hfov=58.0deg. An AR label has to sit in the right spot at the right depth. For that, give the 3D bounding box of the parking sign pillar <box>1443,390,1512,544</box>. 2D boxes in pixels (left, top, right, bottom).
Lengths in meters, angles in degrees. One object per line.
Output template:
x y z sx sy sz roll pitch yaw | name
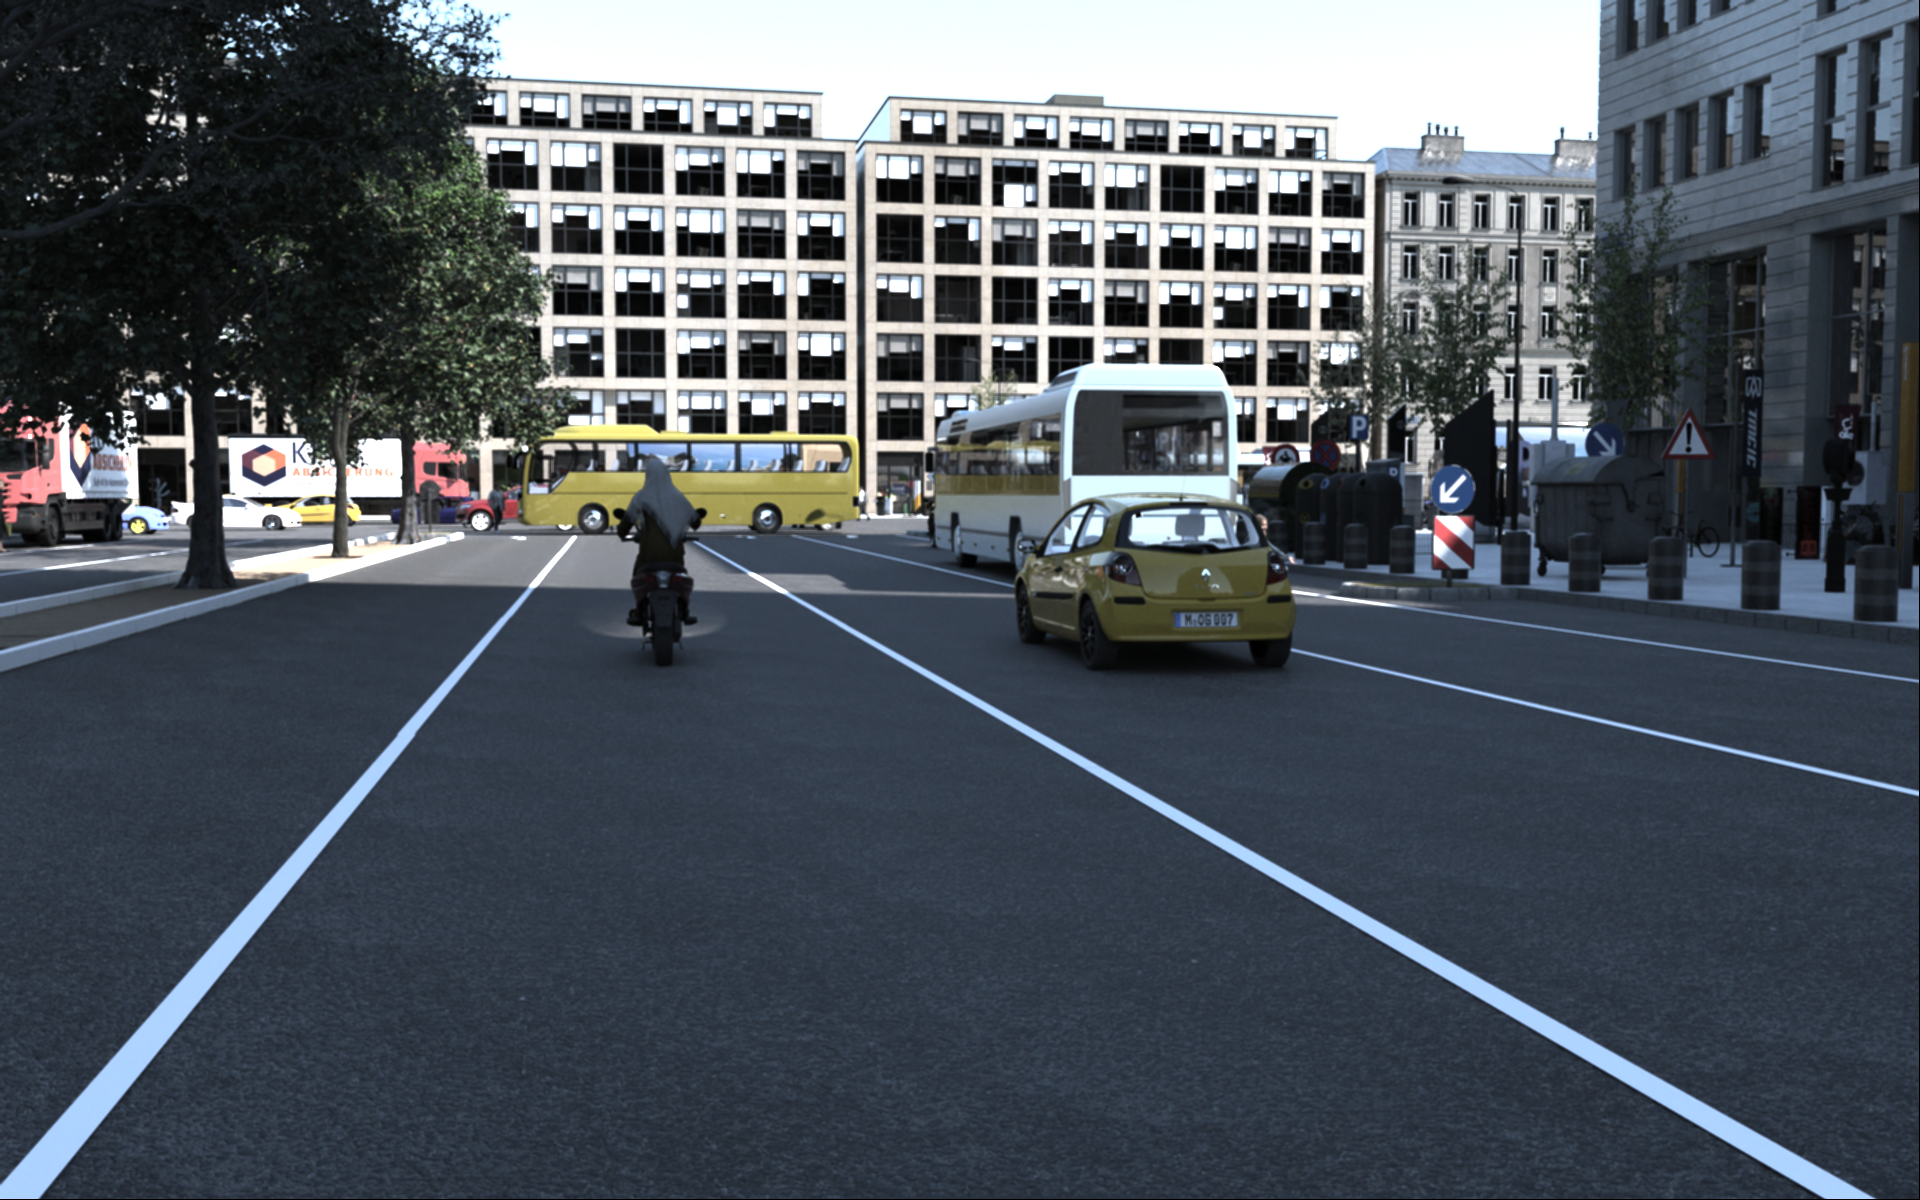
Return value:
13.335 -3.474 45.267 1.447 3.967 1.447 3 5 42 | parking sign pillar

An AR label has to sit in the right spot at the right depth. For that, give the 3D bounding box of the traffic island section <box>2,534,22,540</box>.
-30.425 -1.941 54.022 2.009 0.180 2.903 -1 4 -11 | traffic island section

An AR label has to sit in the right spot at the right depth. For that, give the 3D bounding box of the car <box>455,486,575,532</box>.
-16.798 -3.573 67.091 5.304 1.827 2.281 -1 4 -11 | car

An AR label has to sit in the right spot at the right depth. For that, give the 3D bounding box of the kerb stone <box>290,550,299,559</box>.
-14.760 -0.972 38.115 0.120 0.150 1.000 -1 4 -11 | kerb stone

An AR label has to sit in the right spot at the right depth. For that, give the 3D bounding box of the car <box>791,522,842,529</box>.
-6.097 -3.921 73.149 2.155 1.783 4.494 -1 4 -11 | car

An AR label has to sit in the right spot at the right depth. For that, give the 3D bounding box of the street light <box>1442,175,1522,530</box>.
7.704 -3.240 25.513 1.470 5.913 1.316 -1 4 -11 | street light

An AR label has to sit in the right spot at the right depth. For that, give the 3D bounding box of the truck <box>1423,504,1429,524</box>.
15.366 -5.649 82.115 18.799 4.110 2.967 -1 4 -10 | truck

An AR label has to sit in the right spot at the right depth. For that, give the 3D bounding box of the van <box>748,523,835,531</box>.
-6.661 -3.722 67.868 4.112 2.044 2.013 -1 4 -13 | van

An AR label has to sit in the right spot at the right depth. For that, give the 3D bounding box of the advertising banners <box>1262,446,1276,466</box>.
12.078 -4.116 63.490 2.074 3.025 0.090 0 4 -5 | advertising banners

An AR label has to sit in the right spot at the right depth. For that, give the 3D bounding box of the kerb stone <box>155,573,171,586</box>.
-12.532 -0.295 27.011 0.120 0.150 1.000 -1 4 -11 | kerb stone

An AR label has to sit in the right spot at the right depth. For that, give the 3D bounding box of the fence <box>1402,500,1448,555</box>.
9.163 -1.434 34.651 2.264 1.192 0.480 -2 4 -35 | fence

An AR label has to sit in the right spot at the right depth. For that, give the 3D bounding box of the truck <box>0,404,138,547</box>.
-26.332 -3.723 49.777 2.839 4.237 11.283 -1 4 -12 | truck

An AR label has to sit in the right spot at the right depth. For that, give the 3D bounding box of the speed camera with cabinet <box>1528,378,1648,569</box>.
10.874 -2.166 29.751 2.038 3.252 0.660 1 4 8 | speed camera with cabinet

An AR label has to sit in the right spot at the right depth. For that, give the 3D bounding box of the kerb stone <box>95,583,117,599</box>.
-11.914 -0.109 23.974 0.120 0.150 1.000 -1 4 -11 | kerb stone

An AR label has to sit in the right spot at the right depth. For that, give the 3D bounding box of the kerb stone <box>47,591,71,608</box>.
-11.512 0.019 21.948 0.120 0.150 1.000 -1 4 -11 | kerb stone

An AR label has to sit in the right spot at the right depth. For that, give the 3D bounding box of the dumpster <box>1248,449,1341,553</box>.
7.444 -2.200 38.464 1.502 2.255 1.985 -1 4 -11 | dumpster

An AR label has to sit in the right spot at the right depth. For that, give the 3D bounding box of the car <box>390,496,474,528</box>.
-22.105 -3.726 73.506 3.894 1.354 1.945 -1 4 -11 | car

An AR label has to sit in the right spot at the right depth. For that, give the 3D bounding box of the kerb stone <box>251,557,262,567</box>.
-13.953 -0.720 34.075 0.120 0.150 1.000 -1 4 -11 | kerb stone

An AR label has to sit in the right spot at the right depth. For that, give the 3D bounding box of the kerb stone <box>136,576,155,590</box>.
-12.323 -0.231 26.006 0.120 0.150 1.000 -1 4 -11 | kerb stone

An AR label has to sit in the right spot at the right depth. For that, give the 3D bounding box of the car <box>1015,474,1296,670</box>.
1.621 -0.331 15.634 2.015 1.641 3.980 -1 4 -10 | car

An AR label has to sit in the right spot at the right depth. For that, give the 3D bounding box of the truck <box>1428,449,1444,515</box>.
24.203 -4.775 74.003 9.791 3.379 3.469 -1 4 -10 | truck

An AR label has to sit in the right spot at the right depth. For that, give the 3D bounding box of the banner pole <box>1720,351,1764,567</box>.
13.851 -2.480 30.559 0.863 3.779 0.401 -1 4 -23 | banner pole

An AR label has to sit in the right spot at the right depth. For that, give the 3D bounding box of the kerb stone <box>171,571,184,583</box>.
-12.733 -0.356 28.019 0.120 0.150 1.000 -1 4 -11 | kerb stone

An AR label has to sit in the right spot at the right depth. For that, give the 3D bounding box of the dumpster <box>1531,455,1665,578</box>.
9.712 -1.261 26.373 1.264 1.857 1.865 -1 4 -11 | dumpster

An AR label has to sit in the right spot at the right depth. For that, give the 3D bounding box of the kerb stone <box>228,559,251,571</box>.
-13.751 -0.662 33.064 0.120 0.150 1.000 -1 4 -11 | kerb stone

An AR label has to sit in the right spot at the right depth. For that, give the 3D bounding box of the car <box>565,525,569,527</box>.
-15.162 -3.594 71.350 3.894 1.354 1.945 -1 4 -13 | car

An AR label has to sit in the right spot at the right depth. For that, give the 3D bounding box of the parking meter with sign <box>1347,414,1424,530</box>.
9.110 -2.514 37.367 0.543 3.016 1.738 -2 4 -27 | parking meter with sign

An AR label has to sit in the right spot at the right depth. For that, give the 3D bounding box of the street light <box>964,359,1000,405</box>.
0.826 -5.330 59.684 1.470 5.913 1.316 -1 4 -11 | street light

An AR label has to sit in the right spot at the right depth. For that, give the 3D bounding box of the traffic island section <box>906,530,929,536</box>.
-0.727 -2.306 59.978 2.009 0.180 2.903 -1 4 -11 | traffic island section

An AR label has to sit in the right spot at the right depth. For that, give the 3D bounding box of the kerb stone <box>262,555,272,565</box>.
-14.154 -0.788 35.082 0.120 0.150 1.000 -1 4 -11 | kerb stone

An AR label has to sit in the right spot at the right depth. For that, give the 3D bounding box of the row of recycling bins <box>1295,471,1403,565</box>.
7.388 -1.582 32.980 1.069 1.692 3.534 -1 4 -12 | row of recycling bins

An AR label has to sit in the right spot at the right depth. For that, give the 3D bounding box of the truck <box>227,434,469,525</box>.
-28.565 -5.717 82.391 11.283 4.237 2.839 -1 4 -10 | truck

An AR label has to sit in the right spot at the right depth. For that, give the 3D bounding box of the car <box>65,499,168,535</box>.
-30.201 -3.179 61.564 3.694 1.707 1.945 -1 4 -12 | car

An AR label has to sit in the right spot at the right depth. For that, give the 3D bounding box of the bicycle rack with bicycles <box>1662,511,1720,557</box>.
13.918 -1.385 36.032 2.852 0.926 2.925 -1 4 -11 | bicycle rack with bicycles

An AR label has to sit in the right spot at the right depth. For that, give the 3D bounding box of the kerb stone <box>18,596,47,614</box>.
-11.303 0.077 20.942 0.120 0.150 1.000 -1 4 -11 | kerb stone

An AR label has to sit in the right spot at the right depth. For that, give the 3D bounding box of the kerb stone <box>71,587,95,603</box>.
-11.710 -0.044 22.960 0.120 0.150 1.000 -1 4 -11 | kerb stone

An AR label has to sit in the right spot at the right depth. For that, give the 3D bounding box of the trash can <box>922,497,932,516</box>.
-1.882 -5.374 99.519 0.748 1.137 0.748 0 3 0 | trash can

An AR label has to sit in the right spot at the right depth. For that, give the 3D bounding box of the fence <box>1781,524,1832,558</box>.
17.555 -1.206 35.086 2.069 0.683 0.278 0 4 1 | fence

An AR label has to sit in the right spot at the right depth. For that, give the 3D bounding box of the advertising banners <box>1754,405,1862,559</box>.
16.638 -2.312 33.984 2.074 3.025 0.090 0 4 -2 | advertising banners

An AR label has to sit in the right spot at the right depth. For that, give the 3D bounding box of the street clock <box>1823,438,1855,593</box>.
11.453 -1.103 22.611 0.471 2.002 0.358 -3 5 -41 | street clock

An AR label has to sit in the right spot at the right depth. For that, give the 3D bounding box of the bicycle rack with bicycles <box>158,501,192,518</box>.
-41.555 -4.812 92.059 2.852 0.926 2.925 0 4 -3 | bicycle rack with bicycles

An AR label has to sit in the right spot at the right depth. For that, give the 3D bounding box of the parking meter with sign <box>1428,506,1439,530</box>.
16.133 -3.994 61.565 1.738 3.016 0.543 1 4 21 | parking meter with sign

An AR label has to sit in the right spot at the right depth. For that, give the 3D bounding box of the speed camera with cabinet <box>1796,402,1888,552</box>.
19.263 -2.664 37.892 0.660 3.252 2.038 -1 4 -15 | speed camera with cabinet

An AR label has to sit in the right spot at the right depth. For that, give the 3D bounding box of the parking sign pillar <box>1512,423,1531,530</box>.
20.393 -4.564 63.094 1.447 3.967 1.447 -3 5 -44 | parking sign pillar

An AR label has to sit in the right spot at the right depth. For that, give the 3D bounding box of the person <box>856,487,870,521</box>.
-5.199 -5.145 92.714 0.850 1.850 0.679 2 4 25 | person

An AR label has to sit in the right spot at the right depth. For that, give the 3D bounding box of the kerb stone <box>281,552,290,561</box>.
-14.562 -0.911 37.095 0.120 0.150 1.000 -1 4 -11 | kerb stone

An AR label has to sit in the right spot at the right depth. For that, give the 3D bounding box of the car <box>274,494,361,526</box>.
-28.780 -4.086 77.032 3.980 1.641 2.015 -1 4 -10 | car

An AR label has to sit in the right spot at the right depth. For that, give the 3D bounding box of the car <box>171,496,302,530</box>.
-28.705 -3.449 68.749 4.827 1.381 2.083 -1 4 -13 | car

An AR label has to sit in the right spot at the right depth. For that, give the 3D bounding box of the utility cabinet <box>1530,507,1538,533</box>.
19.316 -2.819 57.244 0.306 1.237 1.020 -2 4 -24 | utility cabinet

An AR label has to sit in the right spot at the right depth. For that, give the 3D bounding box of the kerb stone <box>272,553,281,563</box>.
-14.358 -0.850 36.089 0.120 0.150 1.000 -1 4 -11 | kerb stone

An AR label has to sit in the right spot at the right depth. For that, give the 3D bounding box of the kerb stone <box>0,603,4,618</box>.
-11.097 0.140 19.929 0.120 0.150 1.000 -1 4 -11 | kerb stone

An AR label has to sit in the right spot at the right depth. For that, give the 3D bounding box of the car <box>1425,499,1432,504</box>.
27.427 -5.244 95.337 3.694 1.707 1.945 -1 4 -12 | car

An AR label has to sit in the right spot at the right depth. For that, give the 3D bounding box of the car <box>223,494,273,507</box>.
-35.070 -4.607 85.543 3.980 1.641 2.015 -1 4 -12 | car

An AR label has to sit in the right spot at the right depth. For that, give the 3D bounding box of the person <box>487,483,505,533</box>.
-16.973 -3.363 63.325 0.661 1.843 0.795 -3 5 -44 | person

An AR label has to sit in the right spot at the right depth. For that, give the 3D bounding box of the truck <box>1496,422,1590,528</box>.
25.096 -4.900 69.035 11.283 4.237 2.839 -1 4 -11 | truck

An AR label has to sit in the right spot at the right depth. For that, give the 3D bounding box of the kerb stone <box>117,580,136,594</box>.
-12.122 -0.171 24.993 0.120 0.150 1.000 -1 4 -11 | kerb stone
